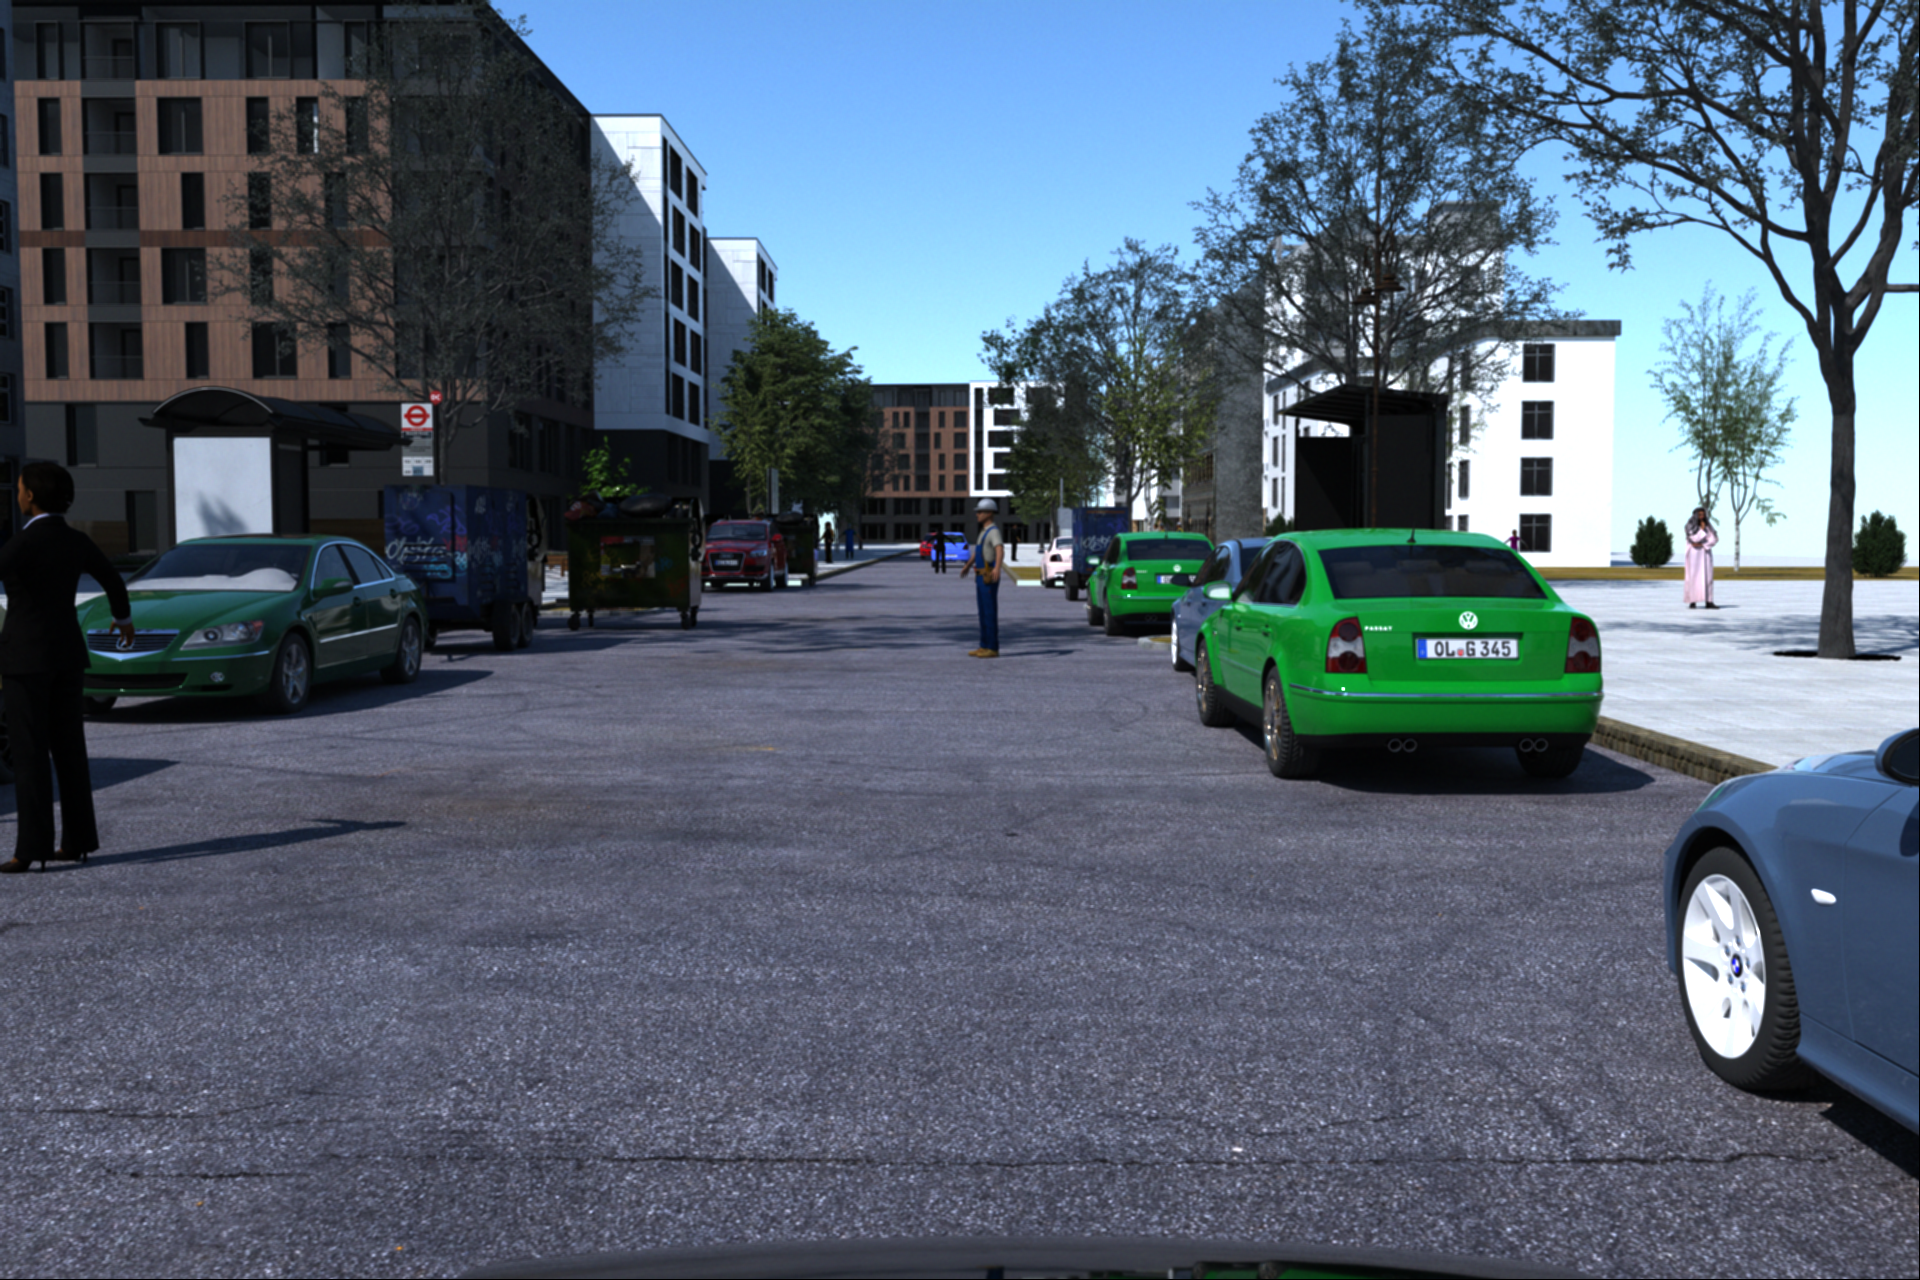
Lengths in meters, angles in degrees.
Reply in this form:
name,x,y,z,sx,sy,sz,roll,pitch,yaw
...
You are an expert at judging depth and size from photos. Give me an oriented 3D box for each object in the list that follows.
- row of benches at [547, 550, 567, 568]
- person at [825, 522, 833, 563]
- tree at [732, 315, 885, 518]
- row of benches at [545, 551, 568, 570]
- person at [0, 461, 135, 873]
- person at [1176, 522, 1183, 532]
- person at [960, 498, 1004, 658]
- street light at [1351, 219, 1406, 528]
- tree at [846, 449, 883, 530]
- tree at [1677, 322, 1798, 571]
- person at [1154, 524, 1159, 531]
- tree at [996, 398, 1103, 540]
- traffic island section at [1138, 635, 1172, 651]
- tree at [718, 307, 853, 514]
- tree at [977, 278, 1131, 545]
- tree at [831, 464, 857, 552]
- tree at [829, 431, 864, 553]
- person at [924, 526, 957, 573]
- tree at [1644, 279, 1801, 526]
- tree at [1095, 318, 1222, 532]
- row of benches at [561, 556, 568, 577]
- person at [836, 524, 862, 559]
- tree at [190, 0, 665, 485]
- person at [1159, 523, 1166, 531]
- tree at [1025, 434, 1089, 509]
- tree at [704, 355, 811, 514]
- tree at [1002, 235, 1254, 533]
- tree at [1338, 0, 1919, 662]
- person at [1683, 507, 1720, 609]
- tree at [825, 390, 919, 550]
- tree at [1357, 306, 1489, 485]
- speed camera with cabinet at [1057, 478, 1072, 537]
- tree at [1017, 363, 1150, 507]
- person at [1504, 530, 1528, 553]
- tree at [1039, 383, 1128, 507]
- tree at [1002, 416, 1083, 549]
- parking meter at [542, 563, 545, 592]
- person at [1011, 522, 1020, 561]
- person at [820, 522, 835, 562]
name,x,y,z,sx,sy,sz,roll,pitch,yaw
row of benches,-14.529,-3.056,65.423,4.104,0.672,1.422,2,4,28
person,-5.796,-4.320,76.826,0.705,1.806,1.347,0,4,1
tree,-8.855,-11.851,100.418,9.857,13.997,8.962,0,3,0
row of benches,-14.384,-2.841,61.919,4.104,0.672,1.422,1,4,12
person,-3.990,0.106,7.441,0.721,1.740,1.216,1,4,16
person,10.105,-4.531,80.053,0.705,1.833,1.349,1,4,19
person,0.293,-0.726,20.187,0.705,1.847,1.347,-1,4,-16
street light,6.214,-3.247,25.880,0.468,5.910,1.993,0,4,0
tree,-8.549,-11.093,131.728,4.360,8.622,3.978,0,3,0
tree,26.992,-6.694,59.810,4.360,8.622,3.978,0,3,0
person,9.886,-4.983,87.658,0.705,1.806,1.347,-1,4,-11
tree,5.976,-10.981,113.952,7.601,10.594,8.767,1,4,15
traffic island section,3.293,0.046,22.112,1.991,0.108,1.994,0,4,1
tree,-8.827,-10.330,87.024,7.486,12.596,7.792,0,3,0
tree,7.210,-16.766,130.018,12.611,20.169,13.585,0,3,0
tree,-8.706,-10.629,124.152,4.360,8.622,3.978,0,3,0
tree,-8.203,-10.097,115.452,4.737,8.622,4.395,0,3,0
person,-0.708,-3.298,63.100,1.216,1.740,0.721,0,4,3
tree,21.807,-6.157,51.031,4.360,8.622,3.978,0,3,0
tree,6.828,-6.698,59.868,4.737,8.622,4.395,0,3,0
row of benches,-11.146,-2.340,53.730,1.422,0.672,4.104,1,4,17
person,-5.600,-4.992,87.746,1.347,1.817,0.704,0,4,4
tree,-11.668,-7.866,38.978,12.009,13.543,11.850,0,3,0
person,8.621,-4.166,74.577,0.721,1.772,1.216,-2,4,-24
tree,6.336,-9.471,105.215,4.737,8.622,4.395,0,3,0
tree,-8.497,-7.457,72.281,4.737,8.622,4.395,0,3,0
tree,6.980,-9.793,70.483,12.009,13.543,11.850,0,3,0
tree,8.994,-6.546,17.393,12.009,13.543,11.850,0,3,0
person,12.709,-1.410,29.771,0.551,1.740,0.621,-1,4,-21
tree,-8.295,-14.213,142.749,12.009,13.543,11.850,0,3,0
tree,14.095,-6.409,55.143,4.360,8.622,3.978,0,3,0
speed camera with cabinet,3.776,-4.050,60.549,0.660,3.252,2.038,0,4,1
tree,6.624,-9.748,93.798,7.601,10.594,8.767,-1,4,-10
person,18.692,-3.011,58.489,0.991,1.433,0.599,0,4,1
tree,6.363,-7.953,80.399,4.360,8.622,3.978,0,3,0
tree,7.163,-13.962,146.402,7.486,12.596,7.792,0,3,0
parking meter,-9.413,-1.838,38.460,0.372,1.533,0.369,0,3,0
person,2.609,-4.679,82.440,0.705,1.837,1.347,-1,4,-12
person,-6.077,-4.513,79.549,0.705,1.858,1.354,-2,4,-34
